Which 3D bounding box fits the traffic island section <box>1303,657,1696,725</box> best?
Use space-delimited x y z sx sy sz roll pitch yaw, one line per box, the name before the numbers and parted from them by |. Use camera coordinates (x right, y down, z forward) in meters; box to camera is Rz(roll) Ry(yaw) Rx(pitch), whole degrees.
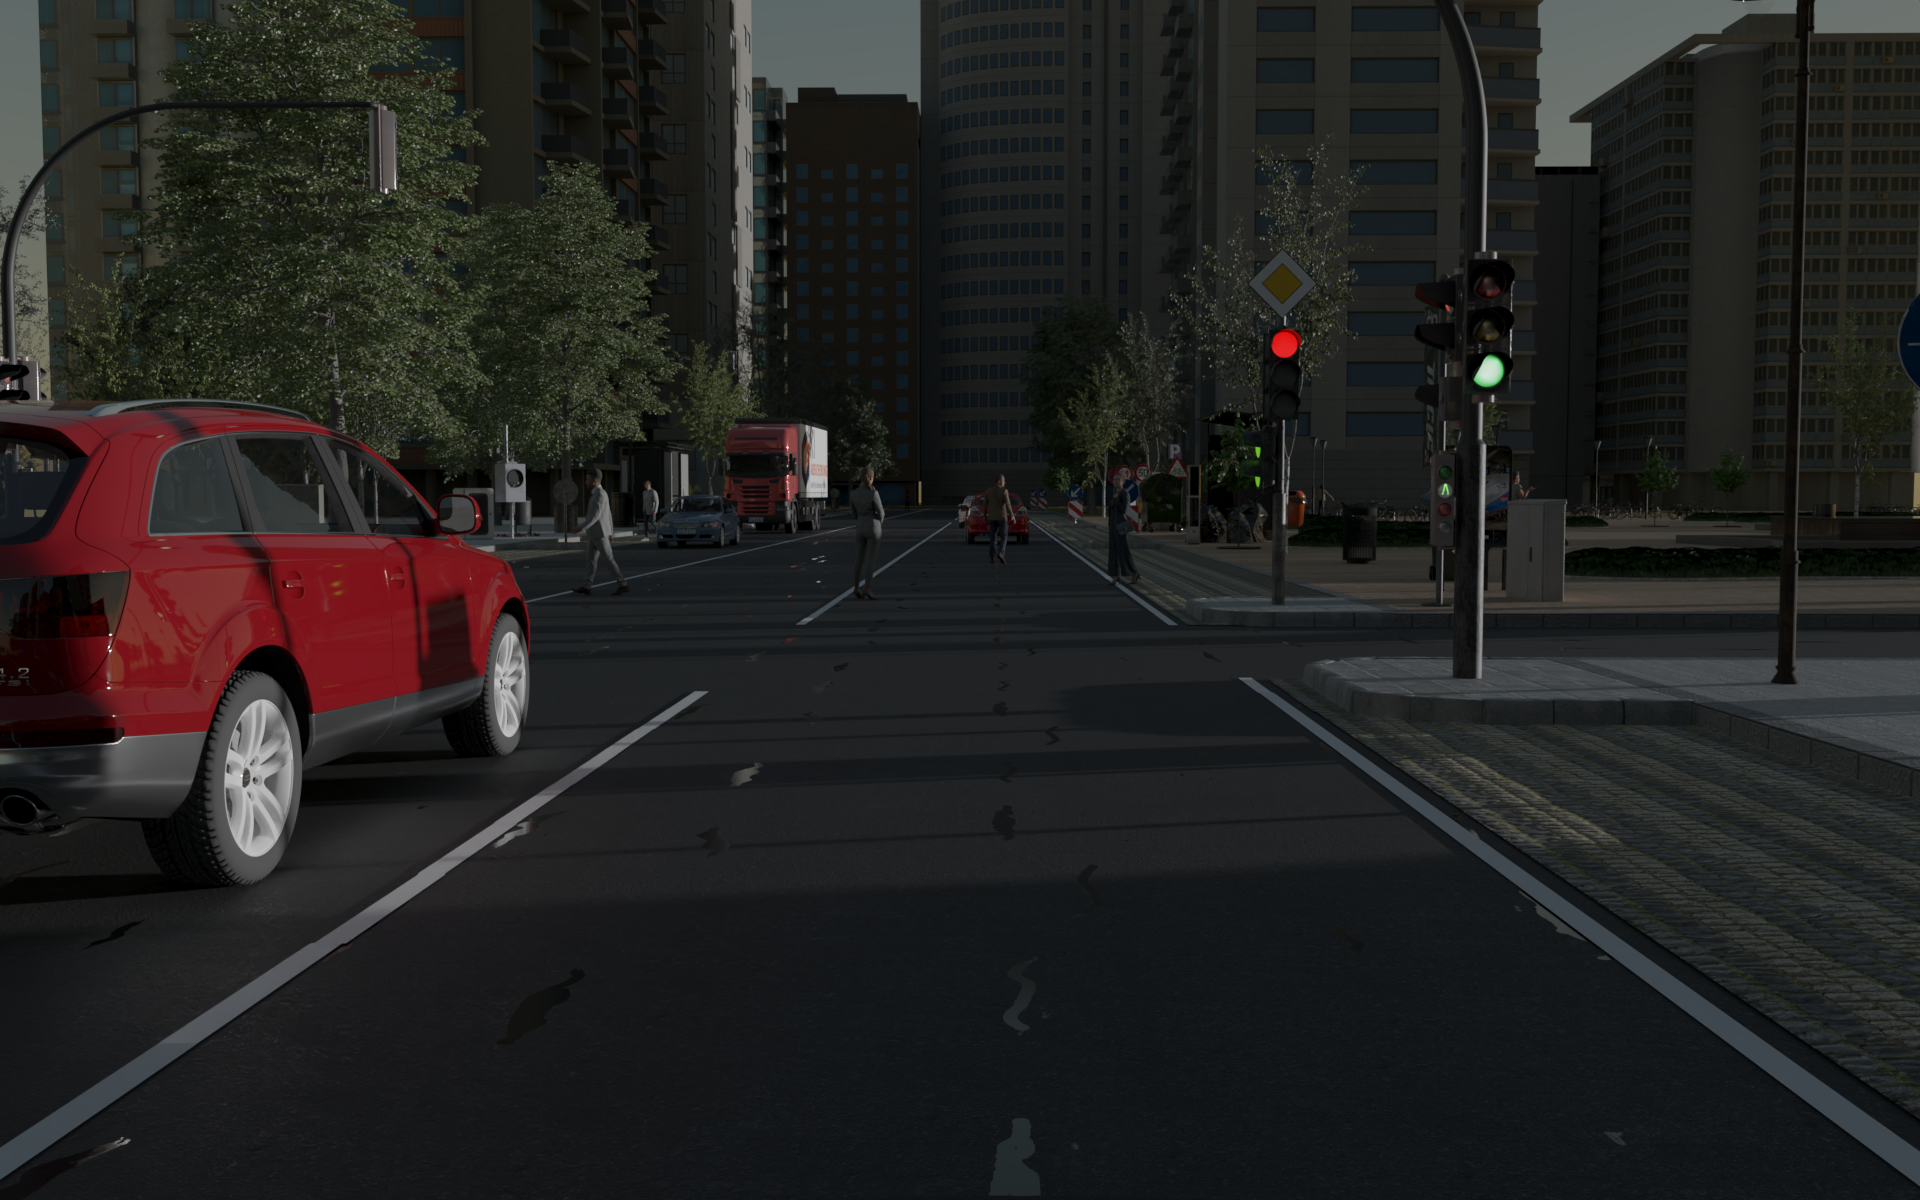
traffic island section | 3.563 0.620 12.138 2.009 0.180 2.903 0 4 1

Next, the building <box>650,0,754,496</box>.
building | -32.543 -34.211 148.582 27.495 52.752 28.713 0 4 1

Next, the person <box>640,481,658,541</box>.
person | -9.413 -2.723 52.866 0.661 1.843 0.795 3 5 41

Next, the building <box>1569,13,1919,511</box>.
building | 66.769 -27.776 146.020 23.993 40.220 32.217 0 4 1

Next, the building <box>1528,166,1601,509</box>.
building | 47.812 -23.459 155.254 14.107 30.474 14.160 0 4 1

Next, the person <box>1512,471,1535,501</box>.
person | 12.045 -1.886 37.232 0.532 1.782 0.716 -2 4 -26

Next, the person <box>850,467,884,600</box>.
person | -1.233 -0.904 23.551 0.520 1.790 0.573 1 4 16

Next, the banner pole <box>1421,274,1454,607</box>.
banner pole | 5.484 -1.834 20.006 0.401 3.779 0.863 0 4 -4

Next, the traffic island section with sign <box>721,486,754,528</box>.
traffic island section with sign | -9.774 -3.950 73.210 1.989 1.847 2.006 0 4 1

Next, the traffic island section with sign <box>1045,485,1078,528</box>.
traffic island section with sign | 4.760 -3.970 73.539 1.989 1.847 2.006 0 4 1

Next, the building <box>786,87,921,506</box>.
building | -11.507 -33.276 194.178 14.200 45.320 14.600 0 4 1

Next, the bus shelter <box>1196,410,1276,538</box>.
bus shelter | 8.219 -3.680 51.454 1.731 3.624 6.357 0 4 1

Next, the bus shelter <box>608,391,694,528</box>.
bus shelter | -12.642 -5.675 70.413 2.179 5.291 8.768 0 4 1

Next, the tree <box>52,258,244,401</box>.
tree | -31.685 -8.244 69.208 7.601 10.594 8.767 0 4 -4

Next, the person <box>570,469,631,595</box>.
person | -5.096 -0.962 24.506 0.850 1.792 0.678 -1 4 -9

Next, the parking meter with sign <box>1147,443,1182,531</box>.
parking meter with sign | 7.060 -3.931 60.541 0.543 3.016 1.738 -2 4 -24

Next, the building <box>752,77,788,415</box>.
building | -33.746 -35.430 198.883 30.456 49.044 23.786 0 4 1

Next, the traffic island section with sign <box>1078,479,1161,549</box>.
traffic island section with sign | 4.226 -2.267 45.693 1.989 1.847 2.006 0 4 1

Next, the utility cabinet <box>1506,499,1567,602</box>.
utility cabinet | 6.994 -0.607 21.082 0.306 1.237 1.020 0 4 -6

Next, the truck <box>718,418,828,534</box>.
truck | -6.961 -4.716 66.026 2.839 4.237 11.283 0 4 3

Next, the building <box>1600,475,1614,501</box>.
building | 70.277 -25.710 192.060 14.107 30.474 14.160 0 4 1

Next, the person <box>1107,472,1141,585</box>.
person | 2.542 -1.126 27.335 0.534 1.772 0.576 -3 5 -41

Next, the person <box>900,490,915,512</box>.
person | -4.322 -8.150 142.435 1.217 1.739 0.721 0 4 5

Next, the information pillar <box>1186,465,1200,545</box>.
information pillar | 5.922 -2.413 43.952 0.304 2.012 0.304 0 4 -2

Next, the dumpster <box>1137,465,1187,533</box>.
dumpster | 6.749 -3.396 58.013 1.502 2.255 1.985 0 4 1

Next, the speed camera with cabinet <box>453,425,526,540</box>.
speed camera with cabinet | -13.376 -3.358 49.242 0.660 3.252 2.038 3 5 42

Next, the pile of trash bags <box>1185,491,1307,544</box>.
pile of trash bags | 7.559 -2.187 45.510 3.447 1.369 1.912 3 5 41

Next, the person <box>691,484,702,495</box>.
person | -10.036 -3.488 65.708 0.537 1.800 0.526 -3 4 -37

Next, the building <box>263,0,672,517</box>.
building | -30.772 -27.833 109.700 22.147 44.769 28.867 0 4 1

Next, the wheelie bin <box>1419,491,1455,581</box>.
wheelie bin | 7.317 -1.089 25.716 0.980 1.594 0.693 2 4 24

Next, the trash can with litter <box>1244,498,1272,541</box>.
trash can with litter | 8.295 -2.226 47.789 1.055 1.170 0.624 0 4 4

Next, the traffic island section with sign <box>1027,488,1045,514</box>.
traffic island section with sign | 5.691 -6.925 121.857 1.989 1.847 2.006 0 4 1

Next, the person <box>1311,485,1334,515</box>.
person | 20.541 -5.639 98.254 1.348 1.823 0.705 2 4 33

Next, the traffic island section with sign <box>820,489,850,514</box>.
traffic island section with sign | -8.823 -6.965 122.505 1.989 1.847 2.006 0 4 1

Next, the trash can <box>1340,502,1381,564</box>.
trash can | 7.370 -1.241 31.937 0.748 1.137 0.748 0 3 0

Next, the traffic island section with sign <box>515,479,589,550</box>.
traffic island section with sign | -10.324 -2.225 45.005 1.989 1.847 2.006 0 4 1

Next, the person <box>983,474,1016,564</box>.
person | 0.807 -1.667 35.666 0.656 1.842 0.836 0 4 -6

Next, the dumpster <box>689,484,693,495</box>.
dumpster | -12.593 -4.492 75.936 1.502 2.255 1.985 0 4 1

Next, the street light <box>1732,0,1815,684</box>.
street light | 5.605 -2.372 11.578 0.468 5.910 1.993 0 4 1

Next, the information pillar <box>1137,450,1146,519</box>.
information pillar | 9.437 -6.054 90.341 0.504 3.616 0.183 1 4 11

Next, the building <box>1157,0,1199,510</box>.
building | 28.671 -32.233 146.626 23.786 49.044 30.456 0 4 1

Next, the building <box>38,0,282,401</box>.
building | -61.960 -32.543 151.681 30.456 49.044 23.786 0 4 1

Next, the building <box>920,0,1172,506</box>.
building | 9.738 -39.975 195.584 28.212 58.520 21.231 0 4 1

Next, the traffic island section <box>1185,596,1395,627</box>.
traffic island section | 3.717 0.132 20.122 2.009 0.180 2.903 0 4 1

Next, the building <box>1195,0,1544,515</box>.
building | 26.683 -35.164 116.928 21.231 58.520 28.212 0 4 1

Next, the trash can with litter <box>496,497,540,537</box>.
trash can with litter | -13.578 -2.518 52.231 2.233 1.210 1.678 -3 5 -43
